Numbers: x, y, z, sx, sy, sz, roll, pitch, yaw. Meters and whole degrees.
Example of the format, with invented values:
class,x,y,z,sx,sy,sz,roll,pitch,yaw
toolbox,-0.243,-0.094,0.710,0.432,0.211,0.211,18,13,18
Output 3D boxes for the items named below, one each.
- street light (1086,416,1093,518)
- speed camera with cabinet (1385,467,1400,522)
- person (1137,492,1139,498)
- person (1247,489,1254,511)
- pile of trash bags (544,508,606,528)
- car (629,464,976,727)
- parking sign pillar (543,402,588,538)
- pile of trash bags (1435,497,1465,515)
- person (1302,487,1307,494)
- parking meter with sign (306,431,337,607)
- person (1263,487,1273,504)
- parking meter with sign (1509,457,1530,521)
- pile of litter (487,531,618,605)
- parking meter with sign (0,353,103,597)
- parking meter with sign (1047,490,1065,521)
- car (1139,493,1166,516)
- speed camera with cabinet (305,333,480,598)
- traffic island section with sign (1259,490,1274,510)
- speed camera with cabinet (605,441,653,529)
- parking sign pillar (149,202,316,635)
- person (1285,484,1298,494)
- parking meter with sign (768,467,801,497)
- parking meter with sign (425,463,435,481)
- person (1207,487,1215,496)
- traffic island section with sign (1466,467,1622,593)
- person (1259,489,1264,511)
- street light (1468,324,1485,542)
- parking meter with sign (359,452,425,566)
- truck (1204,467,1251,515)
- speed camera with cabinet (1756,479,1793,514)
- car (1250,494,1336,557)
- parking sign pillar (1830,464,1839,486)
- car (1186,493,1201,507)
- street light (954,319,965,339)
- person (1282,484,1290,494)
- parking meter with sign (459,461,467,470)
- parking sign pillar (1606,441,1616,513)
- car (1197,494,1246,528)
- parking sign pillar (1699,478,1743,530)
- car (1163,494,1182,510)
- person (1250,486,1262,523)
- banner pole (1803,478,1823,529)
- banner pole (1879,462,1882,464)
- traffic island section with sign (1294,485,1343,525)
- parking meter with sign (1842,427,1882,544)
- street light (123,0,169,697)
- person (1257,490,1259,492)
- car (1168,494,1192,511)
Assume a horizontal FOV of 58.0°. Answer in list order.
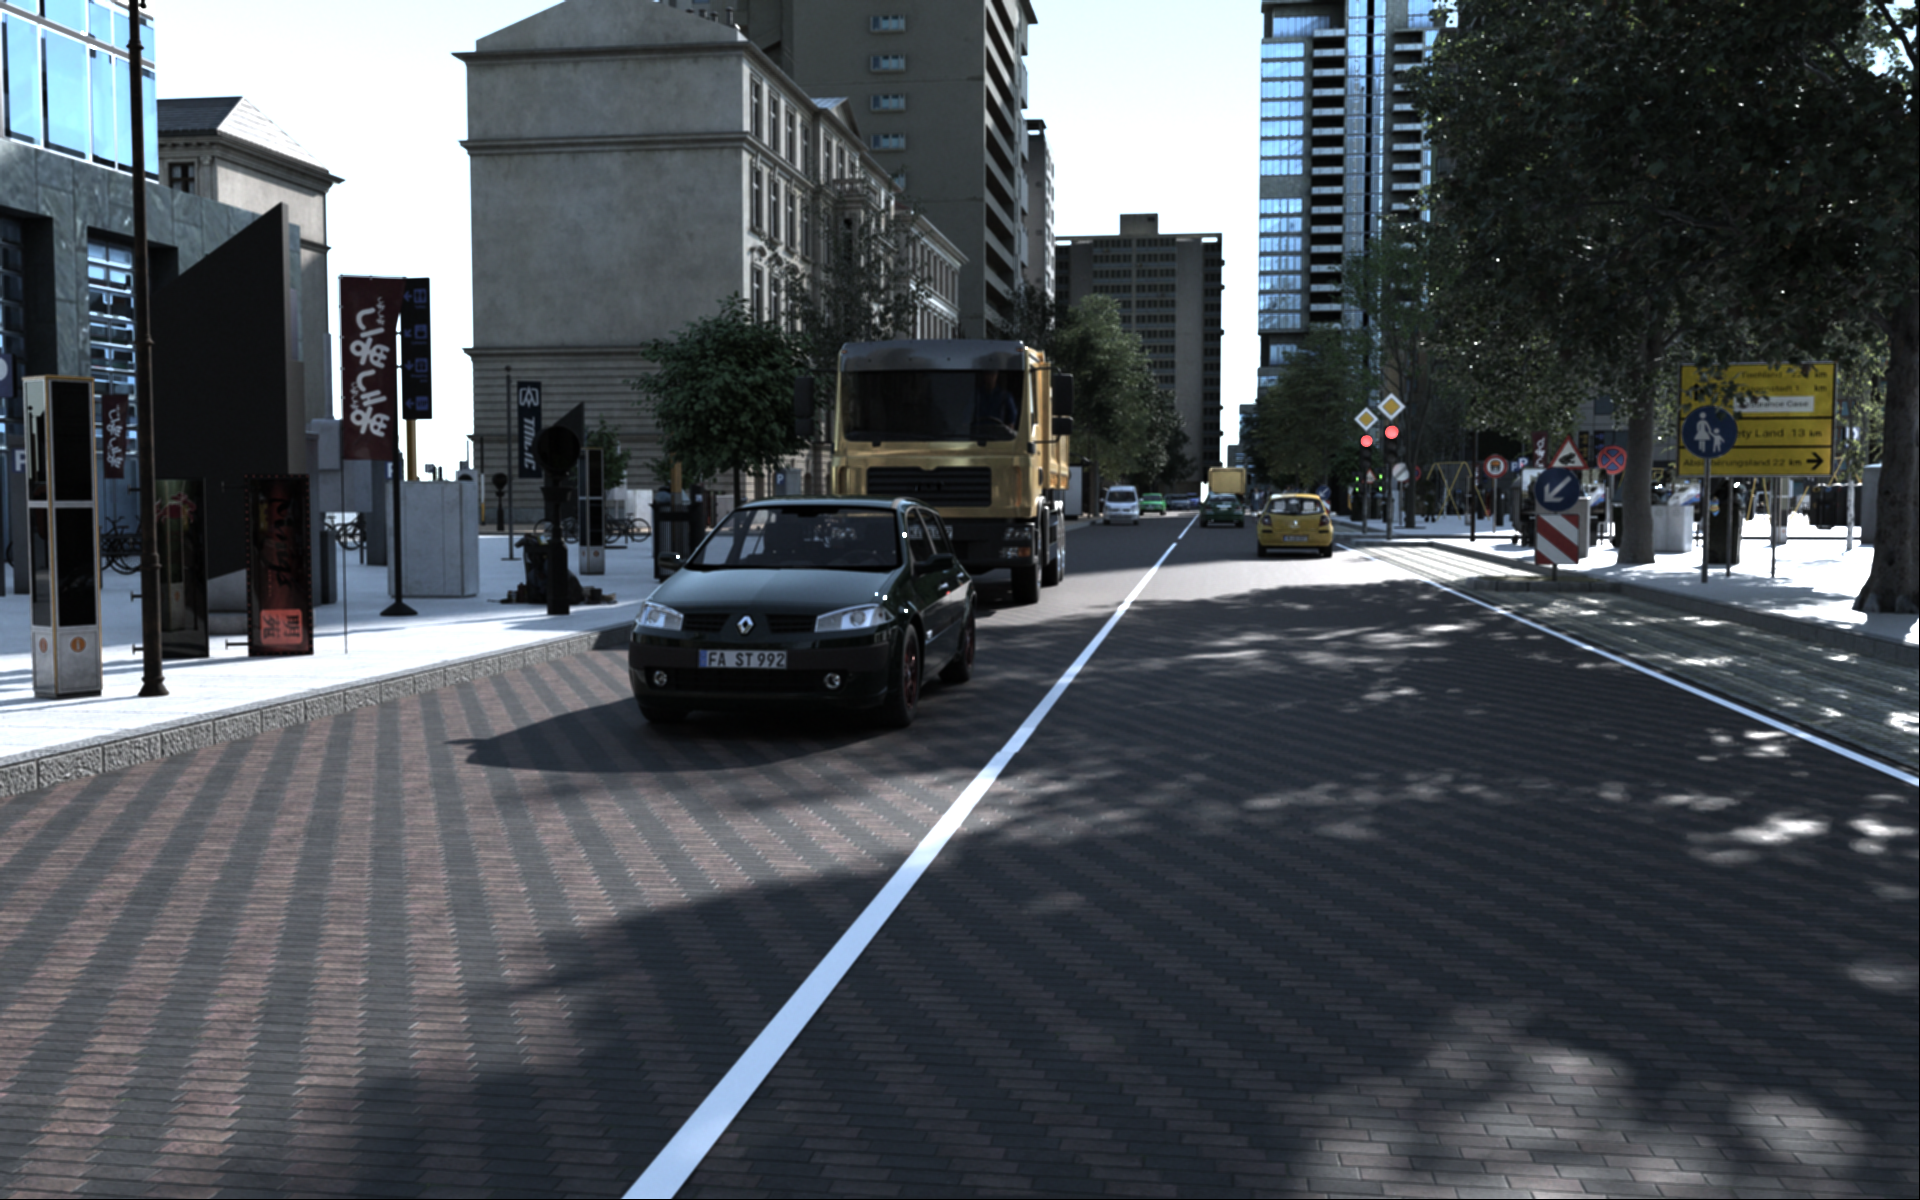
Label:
class,x,y,z,sx,sy,sz,roll,pitch,yaw
street light,6.887,-7.320,92.475,0.468,5.910,1.993,1,4,8
speed camera with cabinet,19.859,-5.214,79.577,0.660,3.252,2.038,1,4,11
person,21.934,-12.462,212.966,1.217,1.736,0.721,-1,4,-18
person,25.007,-8.582,148.439,0.705,1.869,1.348,3,4,38
pile of trash bags,-15.042,-3.462,66.364,1.912,1.369,3.447,-3,4,-39
car,-0.952,-0.135,12.001,2.009,1.686,4.222,1,4,8
parking sign pillar,-11.605,-3.832,51.125,1.447,3.967,1.447,1,4,18
pile of trash bags,29.397,-5.855,105.480,1.912,1.369,3.447,3,5,44
person,19.731,-5.557,99.129,0.755,1.850,0.659,1,4,19
parking meter with sign,-7.493,-1.421,19.492,0.543,3.016,1.738,0,4,-4
person,20.343,-6.510,114.304,0.648,1.900,0.474,-2,4,-35
parking meter with sign,26.374,-5.229,81.761,0.543,3.016,1.738,2,4,31
pile of litter,-4.825,-0.402,20.531,1.719,0.858,1.176,3,5,41
parking meter with sign,-11.863,-1.599,22.413,0.543,3.016,1.738,1,4,9
parking meter with sign,4.411,-5.275,82.512,0.543,3.016,1.738,3,5,45
car,12.918,-6.593,116.590,1.959,1.807,4.718,1,4,9
speed camera with cabinet,-7.080,-1.664,21.538,2.038,3.252,0.660,0,4,4
traffic island section with sign,28.019,-9.093,157.297,1.989,1.847,2.006,1,4,8
speed camera with cabinet,-12.455,-4.325,65.046,0.660,3.252,2.038,2,4,33
parking sign pillar,-6.877,-1.702,16.293,1.447,3.967,1.447,0,4,3
person,12.711,-3.520,66.149,0.694,1.812,0.767,1,4,16
parking meter with sign,-4.846,-3.234,49.142,0.543,3.016,1.738,3,4,37
parking meter with sign,-30.329,-6.302,99.303,0.543,3.016,1.738,-1,4,-13
person,14.821,-5.749,102.355,0.638,1.841,0.748,-1,4,-18
traffic island section with sign,8.712,-1.065,26.040,1.989,1.847,2.006,1,4,8
person,26.040,-8.669,150.110,0.599,1.838,0.709,2,4,32
street light,13.758,-4.497,46.307,0.468,5.910,1.993,1,4,8
parking meter with sign,-10.392,-2.136,31.192,1.738,3.016,0.543,3,5,43
truck,19.073,-7.813,123.665,3.469,3.379,9.791,1,4,9
speed camera with cabinet,51.470,-7.039,109.418,0.660,3.252,2.038,-3,5,-44
car,7.852,-1.868,40.760,2.015,1.641,3.980,1,4,10
parking sign pillar,55.713,-7.458,110.413,1.447,3.967,1.447,2,4,30
car,25.269,-10.967,188.897,1.945,1.707,3.694,0,4,7
street light,-0.014,-4.474,45.945,0.468,5.910,1.993,1,4,8
person,13.588,-3.940,72.768,0.795,1.843,0.661,1,4,21
parking meter with sign,-25.098,-5.726,89.887,1.738,3.016,0.543,2,4,23
parking sign pillar,32.735,-6.064,87.617,1.447,3.967,1.447,2,4,35
car,11.437,-3.908,75.693,2.131,1.459,4.920,0,4,6
parking sign pillar,26.977,-4.455,61.308,1.447,3.967,1.447,0,4,4
car,19.174,-8.877,156.937,2.131,1.459,4.920,1,4,9
person,14.895,-4.811,87.191,0.581,1.822,0.654,1,4,11
banner pole,31.769,-4.545,64.334,0.863,3.779,0.401,1,4,14
banner pole,62.936,-7.842,118.235,0.863,3.779,0.401,-2,4,-33
traffic island section with sign,16.694,-4.385,80.319,1.989,1.847,2.006,1,4,8
parking meter with sign,23.378,-2.925,44.091,0.543,3.016,1.738,-2,4,-25
street light,-5.144,-2.329,10.869,0.468,5.910,1.993,1,4,8
person,26.168,-8.794,152.288,0.705,1.822,1.348,1,4,19
car,18.802,-8.335,148.274,2.014,1.417,4.499,0,4,7
